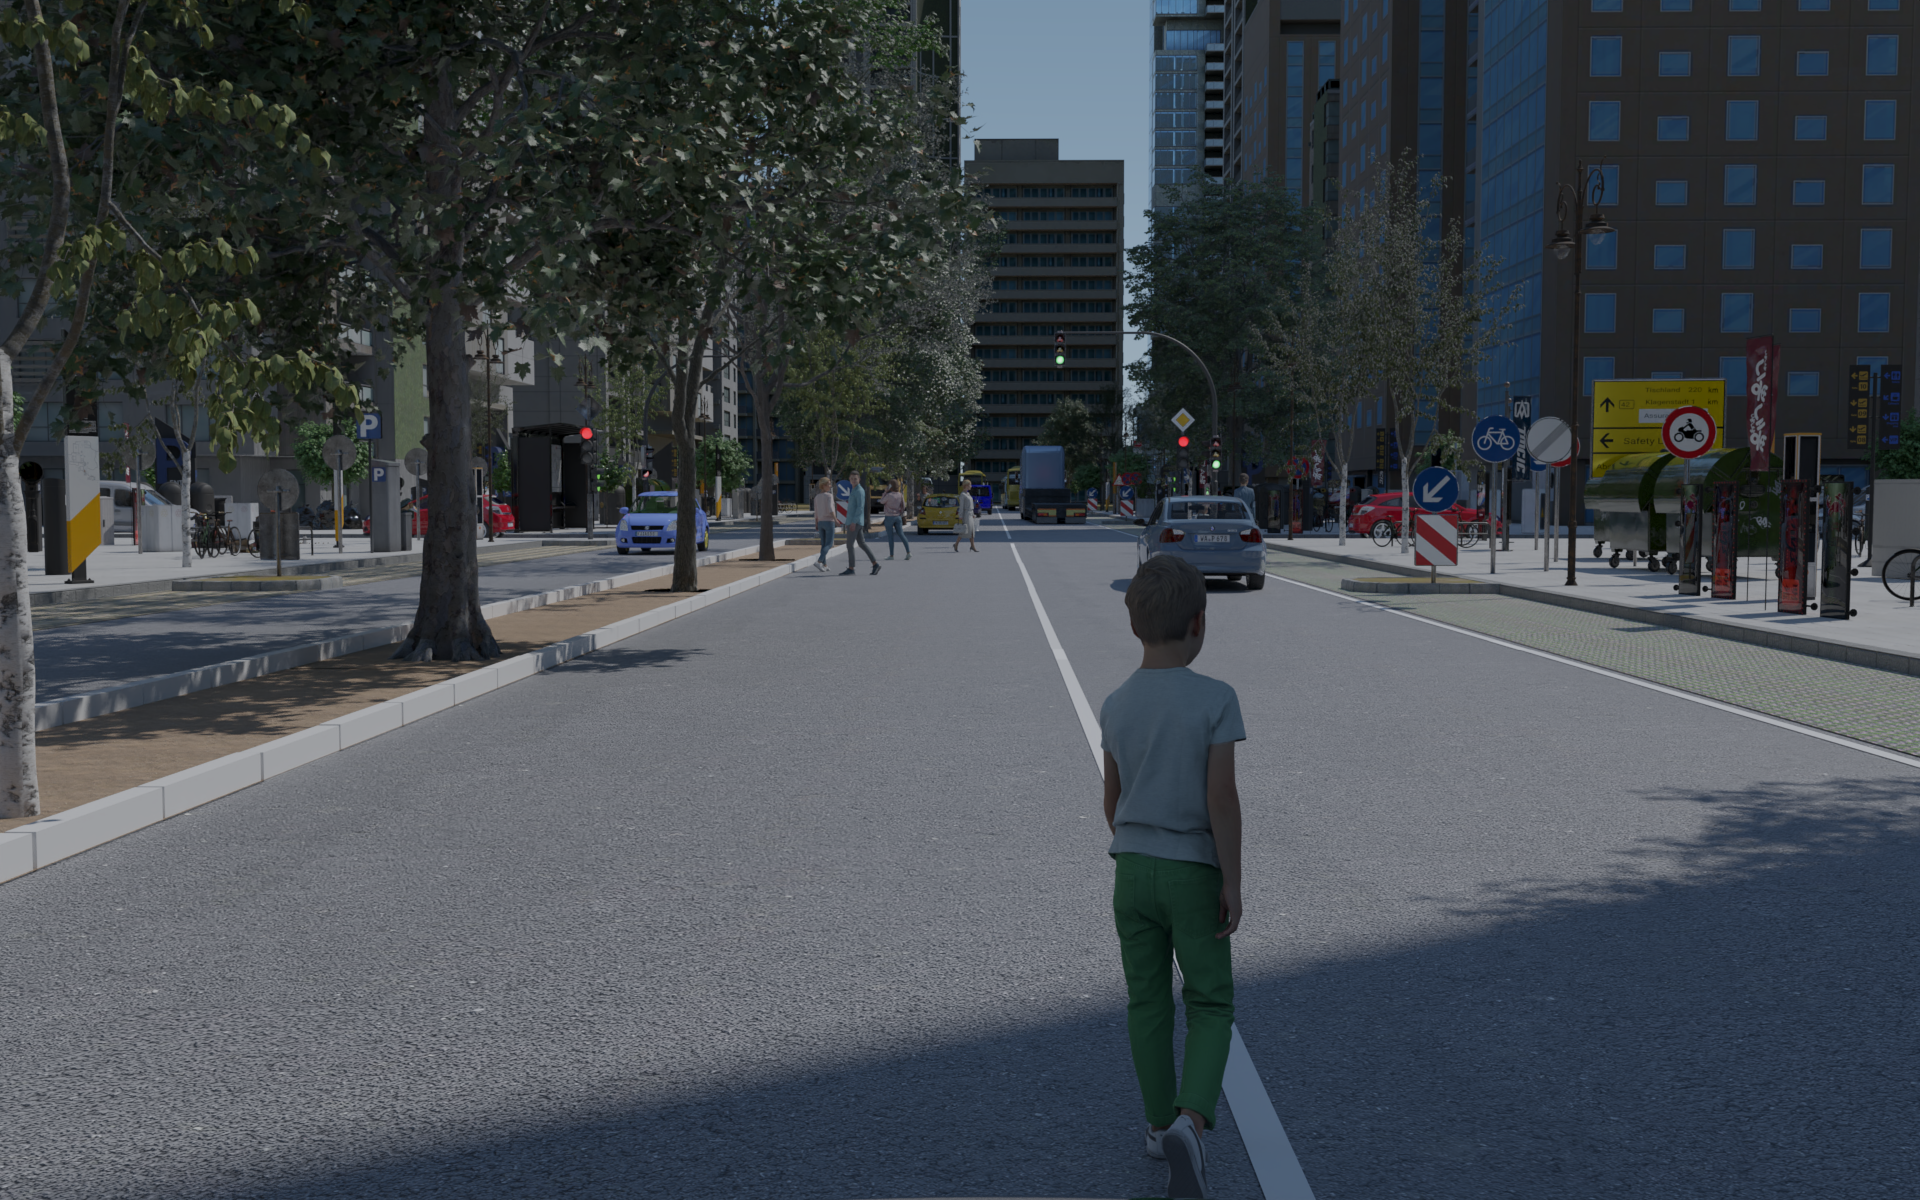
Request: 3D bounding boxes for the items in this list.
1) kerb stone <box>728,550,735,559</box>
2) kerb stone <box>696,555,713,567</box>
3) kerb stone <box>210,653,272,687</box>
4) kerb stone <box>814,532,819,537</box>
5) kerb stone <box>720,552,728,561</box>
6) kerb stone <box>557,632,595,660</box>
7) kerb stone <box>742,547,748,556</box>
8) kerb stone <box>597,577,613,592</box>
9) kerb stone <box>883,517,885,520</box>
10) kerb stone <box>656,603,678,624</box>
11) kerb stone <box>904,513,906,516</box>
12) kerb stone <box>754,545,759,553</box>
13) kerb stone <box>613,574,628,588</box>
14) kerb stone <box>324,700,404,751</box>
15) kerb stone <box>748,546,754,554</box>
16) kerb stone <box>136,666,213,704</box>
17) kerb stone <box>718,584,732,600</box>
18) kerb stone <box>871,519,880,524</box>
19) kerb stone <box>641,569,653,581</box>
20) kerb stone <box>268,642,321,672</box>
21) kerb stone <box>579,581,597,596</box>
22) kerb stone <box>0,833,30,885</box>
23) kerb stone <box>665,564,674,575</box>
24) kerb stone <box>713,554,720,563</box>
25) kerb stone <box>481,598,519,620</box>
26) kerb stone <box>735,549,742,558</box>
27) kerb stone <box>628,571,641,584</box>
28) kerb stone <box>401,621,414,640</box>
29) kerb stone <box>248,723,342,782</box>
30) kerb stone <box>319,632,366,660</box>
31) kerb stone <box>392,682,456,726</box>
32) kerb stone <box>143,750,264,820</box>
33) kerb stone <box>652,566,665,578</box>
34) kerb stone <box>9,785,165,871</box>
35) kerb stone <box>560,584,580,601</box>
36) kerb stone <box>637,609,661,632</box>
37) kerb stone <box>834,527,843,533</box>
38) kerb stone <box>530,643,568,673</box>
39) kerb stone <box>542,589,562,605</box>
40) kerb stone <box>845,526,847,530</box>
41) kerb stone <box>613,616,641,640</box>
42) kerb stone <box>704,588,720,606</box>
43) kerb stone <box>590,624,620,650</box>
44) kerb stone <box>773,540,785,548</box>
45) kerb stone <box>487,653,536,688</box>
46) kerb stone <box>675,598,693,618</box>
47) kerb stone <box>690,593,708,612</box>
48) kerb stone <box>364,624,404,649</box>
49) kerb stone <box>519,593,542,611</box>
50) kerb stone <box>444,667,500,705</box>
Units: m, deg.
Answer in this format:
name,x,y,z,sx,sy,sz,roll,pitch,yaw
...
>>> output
name,x,y,z,sx,sy,sz,roll,pitch,yaw
kerb stone,-5.117,-0.959,37.867,0.120,0.150,1.000,0,4,1
kerb stone,-5.158,-0.768,34.789,0.120,0.150,1.000,0,4,1
kerb stone,-5.546,0.548,13.239,0.120,0.150,1.000,0,4,1
kerb stone,-4.757,-2.181,57.859,0.120,0.150,1.000,0,4,1
kerb stone,-5.128,-0.892,36.842,0.120,0.150,1.000,0,4,1
kerb stone,-3.418,0.422,15.291,0.120,0.150,1.000,0,4,1
kerb stone,-5.074,-1.084,39.922,0.120,0.150,1.000,0,4,1
kerb stone,-5.326,-0.204,25.556,0.120,0.150,1.000,0,4,1
kerb stone,-4.165,-4.190,90.704,0.120,0.150,1.000,0,4,1
kerb stone,-3.344,0.171,19.401,0.120,0.150,1.000,0,4,1
kerb stone,-3.642,-6.008,120.423,0.120,0.150,1.000,0,4,1
kerb stone,-5.036,-1.209,41.968,0.120,0.150,1.000,0,4,1
kerb stone,-5.303,-0.269,26.589,0.120,0.150,1.000,0,4,1
kerb stone,-3.501,0.737,10.150,0.120,0.150,1.000,0,4,1
kerb stone,-5.049,-1.147,40.946,0.120,0.150,1.000,0,4,1
kerb stone,-5.572,0.610,12.217,0.120,0.150,1.000,0,4,1
kerb stone,-3.271,-0.080,23.507,0.120,0.150,1.000,0,4,1
kerb stone,-4.238,-3.939,86.595,0.120,0.150,1.000,0,4,1
kerb stone,-5.274,-0.389,28.638,0.120,0.150,1.000,0,4,1
kerb stone,-5.536,0.485,14.264,0.120,0.150,1.000,0,4,1
kerb stone,-5.354,-0.143,24.534,0.120,0.150,1.000,0,4,1
kerb stone,-3.579,0.987,6.055,0.120,0.150,1.000,0,4,1
kerb stone,-5.236,-0.520,30.691,0.120,0.150,1.000,0,4,1
kerb stone,-5.149,-0.832,35.819,0.120,0.150,1.000,0,4,1
kerb stone,-5.422,0.109,20.407,0.120,0.150,1.000,0,4,1
kerb stone,-5.089,-1.020,38.895,0.120,0.150,1.000,0,4,1
kerb stone,-5.291,-0.330,27.616,0.120,0.150,1.000,0,4,1
kerb stone,-5.479,0.297,17.337,0.120,0.150,1.000,0,4,1
kerb stone,-3.518,0.803,9.123,0.120,0.150,1.000,0,4,1
kerb stone,-5.513,0.422,15.294,0.120,0.150,1.000,0,4,1
kerb stone,-3.484,0.675,11.181,0.120,0.150,1.000,0,4,1
kerb stone,-3.541,0.862,8.101,0.120,0.150,1.000,0,4,1
kerb stone,-5.256,-0.457,29.659,0.120,0.150,1.000,0,4,1
kerb stone,-3.558,0.925,7.079,0.120,0.150,1.000,0,4,1
kerb stone,-5.367,-0.080,23.497,0.120,0.150,1.000,0,4,1
kerb stone,-3.357,0.236,18.366,0.120,0.150,1.000,0,4,1
kerb stone,-4.601,-2.683,66.067,0.120,0.150,1.000,0,4,1
kerb stone,-3.434,0.491,14.264,0.120,0.150,1.000,0,4,1
kerb stone,-5.386,-0.013,22.467,0.120,0.150,1.000,0,4,1
kerb stone,-4.593,-2.743,67.094,0.120,0.150,1.000,0,4,1
kerb stone,-3.377,0.297,17.340,0.120,0.150,1.000,0,4,1
kerb stone,-3.282,-0.017,22.479,0.120,0.150,1.000,0,4,1
kerb stone,-3.392,0.359,16.318,0.120,0.150,1.000,0,4,1
kerb stone,-4.949,-1.523,47.099,0.120,0.150,1.000,0,4,1
kerb stone,-3.449,0.548,13.235,0.120,0.150,1.000,0,4,1
kerb stone,-3.322,0.112,20.425,0.120,0.150,1.000,0,4,1
kerb stone,-3.300,0.051,21.447,0.120,0.150,1.000,0,4,1
kerb stone,-5.495,0.360,16.315,0.120,0.150,1.000,0,4,1
kerb stone,-5.398,0.046,21.436,0.120,0.150,1.000,0,4,1
kerb stone,-3.466,0.612,12.213,0.120,0.150,1.000,0,4,1
